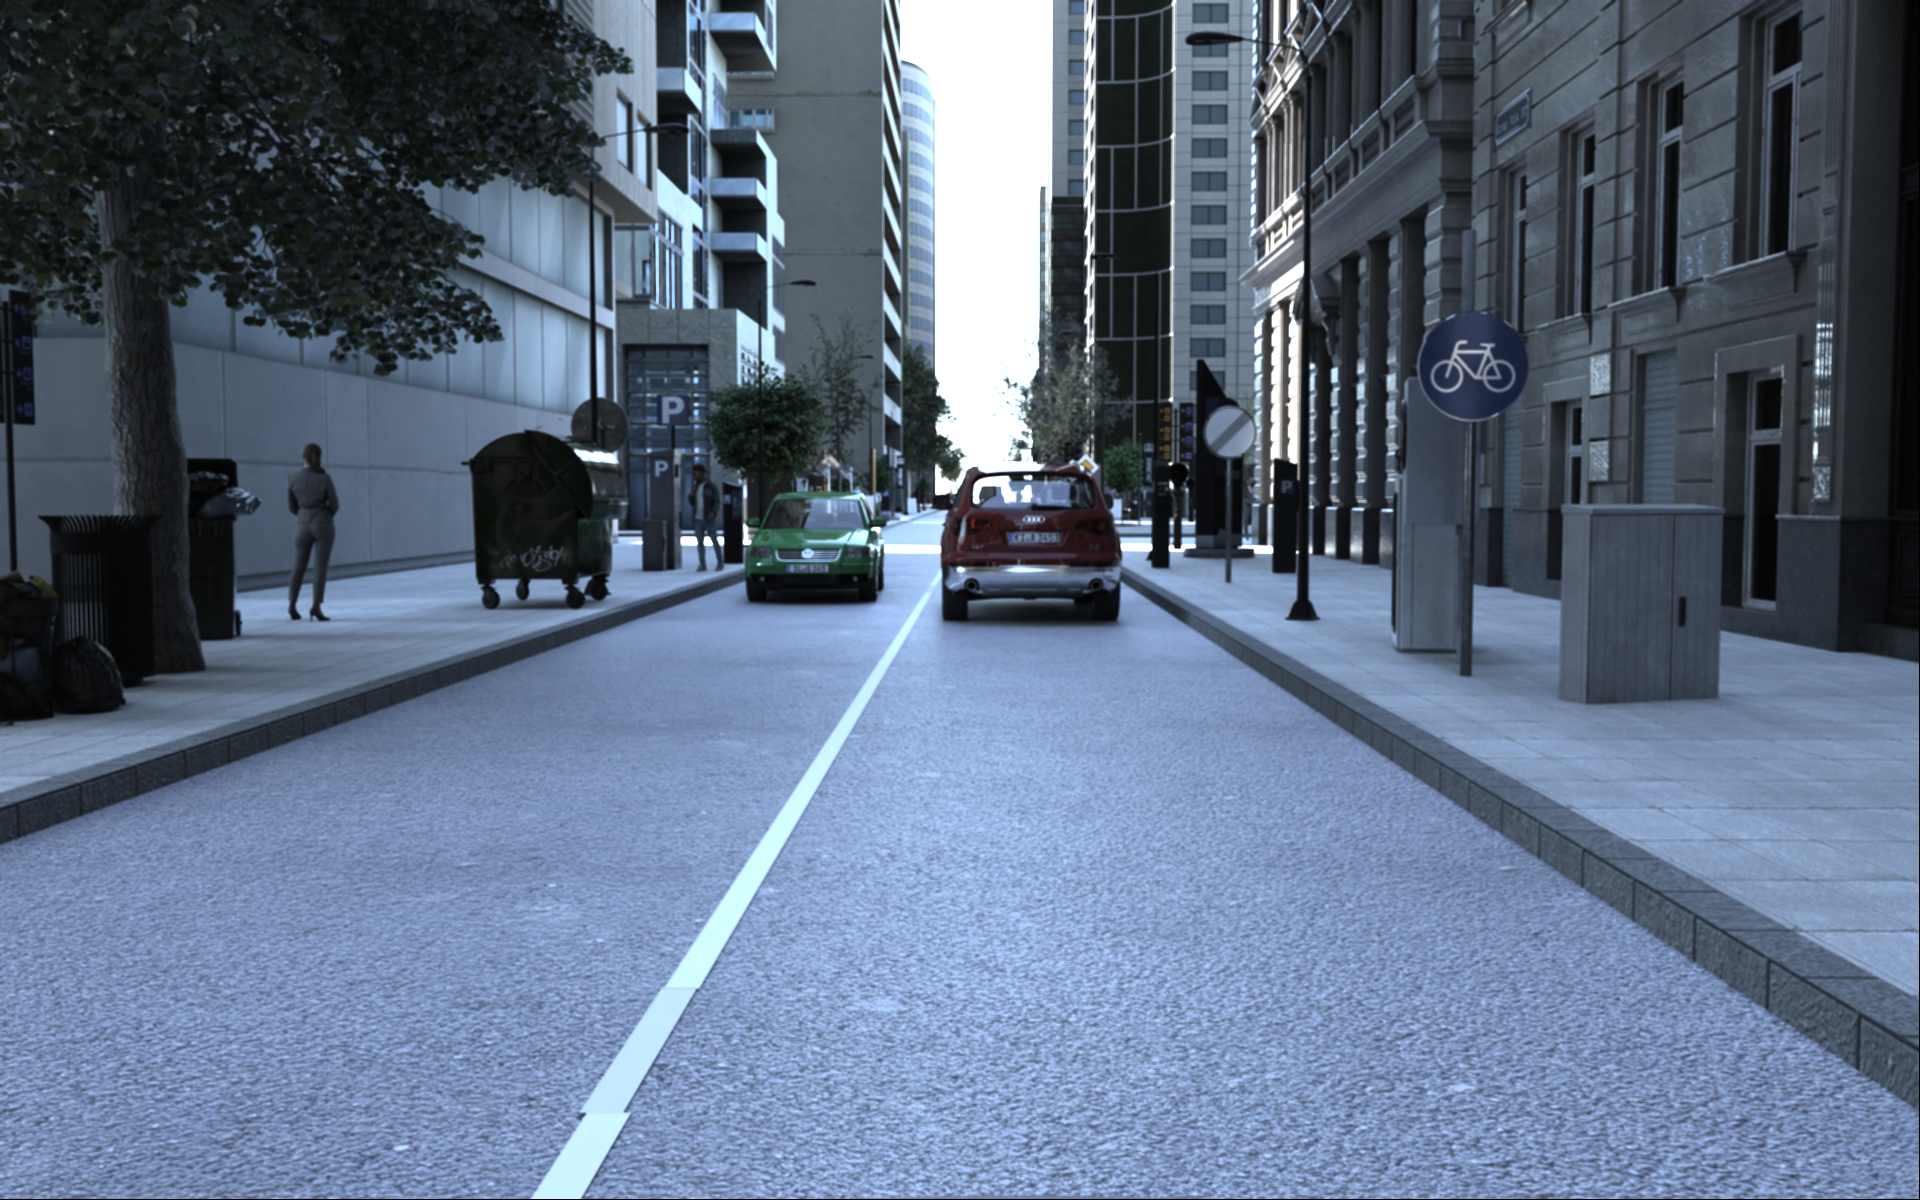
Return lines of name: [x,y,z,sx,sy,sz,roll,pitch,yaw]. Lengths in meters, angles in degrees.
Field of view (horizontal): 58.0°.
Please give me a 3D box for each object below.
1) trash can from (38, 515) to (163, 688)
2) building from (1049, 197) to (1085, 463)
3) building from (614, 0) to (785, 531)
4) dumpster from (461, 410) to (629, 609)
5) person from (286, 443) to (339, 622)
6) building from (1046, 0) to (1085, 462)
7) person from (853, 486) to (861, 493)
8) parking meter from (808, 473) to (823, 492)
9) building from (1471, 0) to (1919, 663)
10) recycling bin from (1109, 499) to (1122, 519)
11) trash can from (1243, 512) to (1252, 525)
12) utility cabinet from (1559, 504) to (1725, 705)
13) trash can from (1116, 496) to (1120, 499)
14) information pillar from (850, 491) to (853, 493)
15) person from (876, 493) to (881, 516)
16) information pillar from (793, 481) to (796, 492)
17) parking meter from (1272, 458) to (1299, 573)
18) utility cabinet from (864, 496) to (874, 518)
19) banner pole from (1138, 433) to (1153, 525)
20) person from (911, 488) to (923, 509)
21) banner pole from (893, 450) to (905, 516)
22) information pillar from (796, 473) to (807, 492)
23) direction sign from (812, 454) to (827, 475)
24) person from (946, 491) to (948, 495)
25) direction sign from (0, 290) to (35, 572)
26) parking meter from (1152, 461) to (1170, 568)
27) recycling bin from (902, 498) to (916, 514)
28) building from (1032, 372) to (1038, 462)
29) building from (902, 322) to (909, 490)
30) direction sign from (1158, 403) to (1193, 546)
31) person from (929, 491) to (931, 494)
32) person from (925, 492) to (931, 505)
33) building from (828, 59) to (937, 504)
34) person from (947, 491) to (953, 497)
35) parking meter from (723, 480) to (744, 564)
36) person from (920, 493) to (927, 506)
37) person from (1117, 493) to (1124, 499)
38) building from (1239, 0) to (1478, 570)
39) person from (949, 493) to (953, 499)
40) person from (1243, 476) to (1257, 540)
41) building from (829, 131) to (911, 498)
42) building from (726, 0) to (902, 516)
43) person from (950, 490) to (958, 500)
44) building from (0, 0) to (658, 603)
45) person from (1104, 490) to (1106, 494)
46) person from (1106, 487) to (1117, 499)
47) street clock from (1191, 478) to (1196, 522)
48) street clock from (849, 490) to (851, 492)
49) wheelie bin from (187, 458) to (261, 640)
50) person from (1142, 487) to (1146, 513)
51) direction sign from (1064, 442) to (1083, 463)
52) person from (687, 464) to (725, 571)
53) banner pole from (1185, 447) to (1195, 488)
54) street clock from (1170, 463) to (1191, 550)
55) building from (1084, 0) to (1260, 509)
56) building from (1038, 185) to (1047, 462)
trash can: [-5.726,0.005,11.579,0.748,1.137,0.748,0,3,0]
building: [15.667,-24.375,170.237,14.160,30.474,14.107,0,4,1]
building: [-18.632,-46.539,73.586,22.319,86.520,31.000,0,4,1]
dumpster: [-4.781,-1.074,20.051,1.502,2.255,1.985,0,4,1]
person: [-6.556,-0.687,17.557,0.520,1.790,0.573,-1,4,-17]
building: [20.005,-39.659,190.430,21.231,58.520,28.212,0,4,1]
person: [-5.595,-5.376,93.800,0.638,1.841,0.748,-1,4,-12]
parking meter: [-3.975,-2.569,47.708,0.255,1.863,0.399,-3,4,-38]
building: [12.725,-13.149,12.247,12.463,27.353,25.104,0,4,1]
recycling bin: [7.750,-4.623,88.134,0.722,1.027,0.722,-2,4,-28]
trash can: [11.838,-3.671,71.682,0.748,1.137,0.748,0,3,0]
utility cabinet: [4.256,0.022,10.806,1.020,1.237,0.306,-1,4,-20]
trash can: [11.557,-7.173,128.932,0.748,1.137,0.748,0,3,0]
information pillar: [-5.868,-5.368,92.255,0.304,2.012,0.304,-2,4,-25]
person: [-4.493,-5.199,92.849,0.589,1.601,0.330,2,4,25]
information pillar: [-7.195,-4.403,76.477,0.304,2.012,0.304,0,4,6]
parking meter: [5.303,-1.374,28.173,0.399,1.863,0.255,0,4,1]
utility cabinet: [-3.589,-3.286,64.882,0.306,1.237,1.020,2,4,26]
banner pole: [7.576,-4.946,70.876,0.863,3.779,0.401,1,4,18]
person: [-3.730,-8.856,150.795,1.348,1.831,0.705,2,4,24]
banner pole: [-3.562,-6.688,99.368,0.863,3.779,0.401,0,4,6]
information pillar: [-6.862,-5.132,75.268,0.504,3.616,0.183,1,4,15]
direction sign: [-7.856,-6.428,97.102,0.876,3.537,0.379,1,4,13]
person: [-2.079,-17.033,284.675,1.348,1.807,0.705,-1,4,-18]
direction sign: [-10.522,-1.662,19.179,0.379,3.537,0.876,0,4,6]
parking meter: [3.494,-1.494,30.144,0.255,1.863,0.399,0,4,-5]
recycling bin: [-3.217,-5.923,109.391,0.722,1.027,0.722,-2,4,-26]
building: [24.579,-24.967,253.249,27.650,21.520,28.899,0,4,1]
building: [-19.439,-19.818,169.062,27.650,21.520,28.899,0,4,1]
direction sign: [5.356,-3.124,43.074,0.876,3.537,0.379,1,4,19]
person: [-3.873,-12.897,217.051,0.705,1.807,1.348,0,4,3]
person: [-3.671,-11.582,195.961,0.990,1.755,0.434,-2,4,-35]
building: [-14.114,-42.251,232.802,21.231,58.520,28.212,0,4,1]
person: [-1.821,-16.915,282.558,1.348,1.831,0.705,-1,4,-10]
parking meter: [-4.200,-1.448,32.084,0.372,1.533,0.369,0,3,0]
person: [-4.203,-11.116,188.304,1.217,1.766,0.721,0,4,-2]
person: [12.716,-8.049,138.100,0.568,1.767,0.683,2,4,26]
building: [12.187,-12.604,34.947,11.050,23.489,19.941,0,4,1]
person: [-1.338,-14.800,251.259,0.697,1.427,0.421,3,5,42]
person: [8.142,-2.566,48.267,0.520,1.790,0.573,-3,5,-43]
building: [-12.802,-30.961,189.800,14.154,41.232,14.086,0,4,1]
building: [-14.853,-29.677,108.921,21.300,48.544,21.600,0,4,1]
person: [-0.213,-8.373,145.529,1.348,1.807,0.705,-1,4,-18]
building: [-21.393,-27.137,32.934,27.495,52.752,28.713,0,4,1]
person: [9.272,-6.496,112.646,0.661,1.777,0.834,1,4,9]
person: [7.915,-5.171,90.688,0.694,1.812,0.767,-1,4,-11]
street clock: [10.589,-4.567,79.243,0.471,2.002,0.358,2,4,31]
street clock: [-5.410,-4.915,84.931,0.471,2.002,0.358,3,5,39]
wheelie bin: [-6.723,-0.456,15.369,0.980,1.594,0.693,-1,4,-20]
person: [12.881,-6.984,120.488,0.793,1.790,0.793,0,4,2]
direction sign: [4.975,-5.132,75.905,0.876,3.537,0.379,2,4,29]
person: [-4.246,-1.371,28.800,0.623,1.781,0.721,1,4,13]
banner pole: [12.293,-6.262,92.404,0.863,3.779,0.401,-2,4,-32]
street clock: [5.046,-2.173,40.103,0.471,2.002,0.358,1,4,9]
building: [19.495,-43.630,151.599,20.563,71.187,20.611,0,4,1]
building: [17.412,-33.500,231.316,14.154,41.232,14.086,0,4,1]
